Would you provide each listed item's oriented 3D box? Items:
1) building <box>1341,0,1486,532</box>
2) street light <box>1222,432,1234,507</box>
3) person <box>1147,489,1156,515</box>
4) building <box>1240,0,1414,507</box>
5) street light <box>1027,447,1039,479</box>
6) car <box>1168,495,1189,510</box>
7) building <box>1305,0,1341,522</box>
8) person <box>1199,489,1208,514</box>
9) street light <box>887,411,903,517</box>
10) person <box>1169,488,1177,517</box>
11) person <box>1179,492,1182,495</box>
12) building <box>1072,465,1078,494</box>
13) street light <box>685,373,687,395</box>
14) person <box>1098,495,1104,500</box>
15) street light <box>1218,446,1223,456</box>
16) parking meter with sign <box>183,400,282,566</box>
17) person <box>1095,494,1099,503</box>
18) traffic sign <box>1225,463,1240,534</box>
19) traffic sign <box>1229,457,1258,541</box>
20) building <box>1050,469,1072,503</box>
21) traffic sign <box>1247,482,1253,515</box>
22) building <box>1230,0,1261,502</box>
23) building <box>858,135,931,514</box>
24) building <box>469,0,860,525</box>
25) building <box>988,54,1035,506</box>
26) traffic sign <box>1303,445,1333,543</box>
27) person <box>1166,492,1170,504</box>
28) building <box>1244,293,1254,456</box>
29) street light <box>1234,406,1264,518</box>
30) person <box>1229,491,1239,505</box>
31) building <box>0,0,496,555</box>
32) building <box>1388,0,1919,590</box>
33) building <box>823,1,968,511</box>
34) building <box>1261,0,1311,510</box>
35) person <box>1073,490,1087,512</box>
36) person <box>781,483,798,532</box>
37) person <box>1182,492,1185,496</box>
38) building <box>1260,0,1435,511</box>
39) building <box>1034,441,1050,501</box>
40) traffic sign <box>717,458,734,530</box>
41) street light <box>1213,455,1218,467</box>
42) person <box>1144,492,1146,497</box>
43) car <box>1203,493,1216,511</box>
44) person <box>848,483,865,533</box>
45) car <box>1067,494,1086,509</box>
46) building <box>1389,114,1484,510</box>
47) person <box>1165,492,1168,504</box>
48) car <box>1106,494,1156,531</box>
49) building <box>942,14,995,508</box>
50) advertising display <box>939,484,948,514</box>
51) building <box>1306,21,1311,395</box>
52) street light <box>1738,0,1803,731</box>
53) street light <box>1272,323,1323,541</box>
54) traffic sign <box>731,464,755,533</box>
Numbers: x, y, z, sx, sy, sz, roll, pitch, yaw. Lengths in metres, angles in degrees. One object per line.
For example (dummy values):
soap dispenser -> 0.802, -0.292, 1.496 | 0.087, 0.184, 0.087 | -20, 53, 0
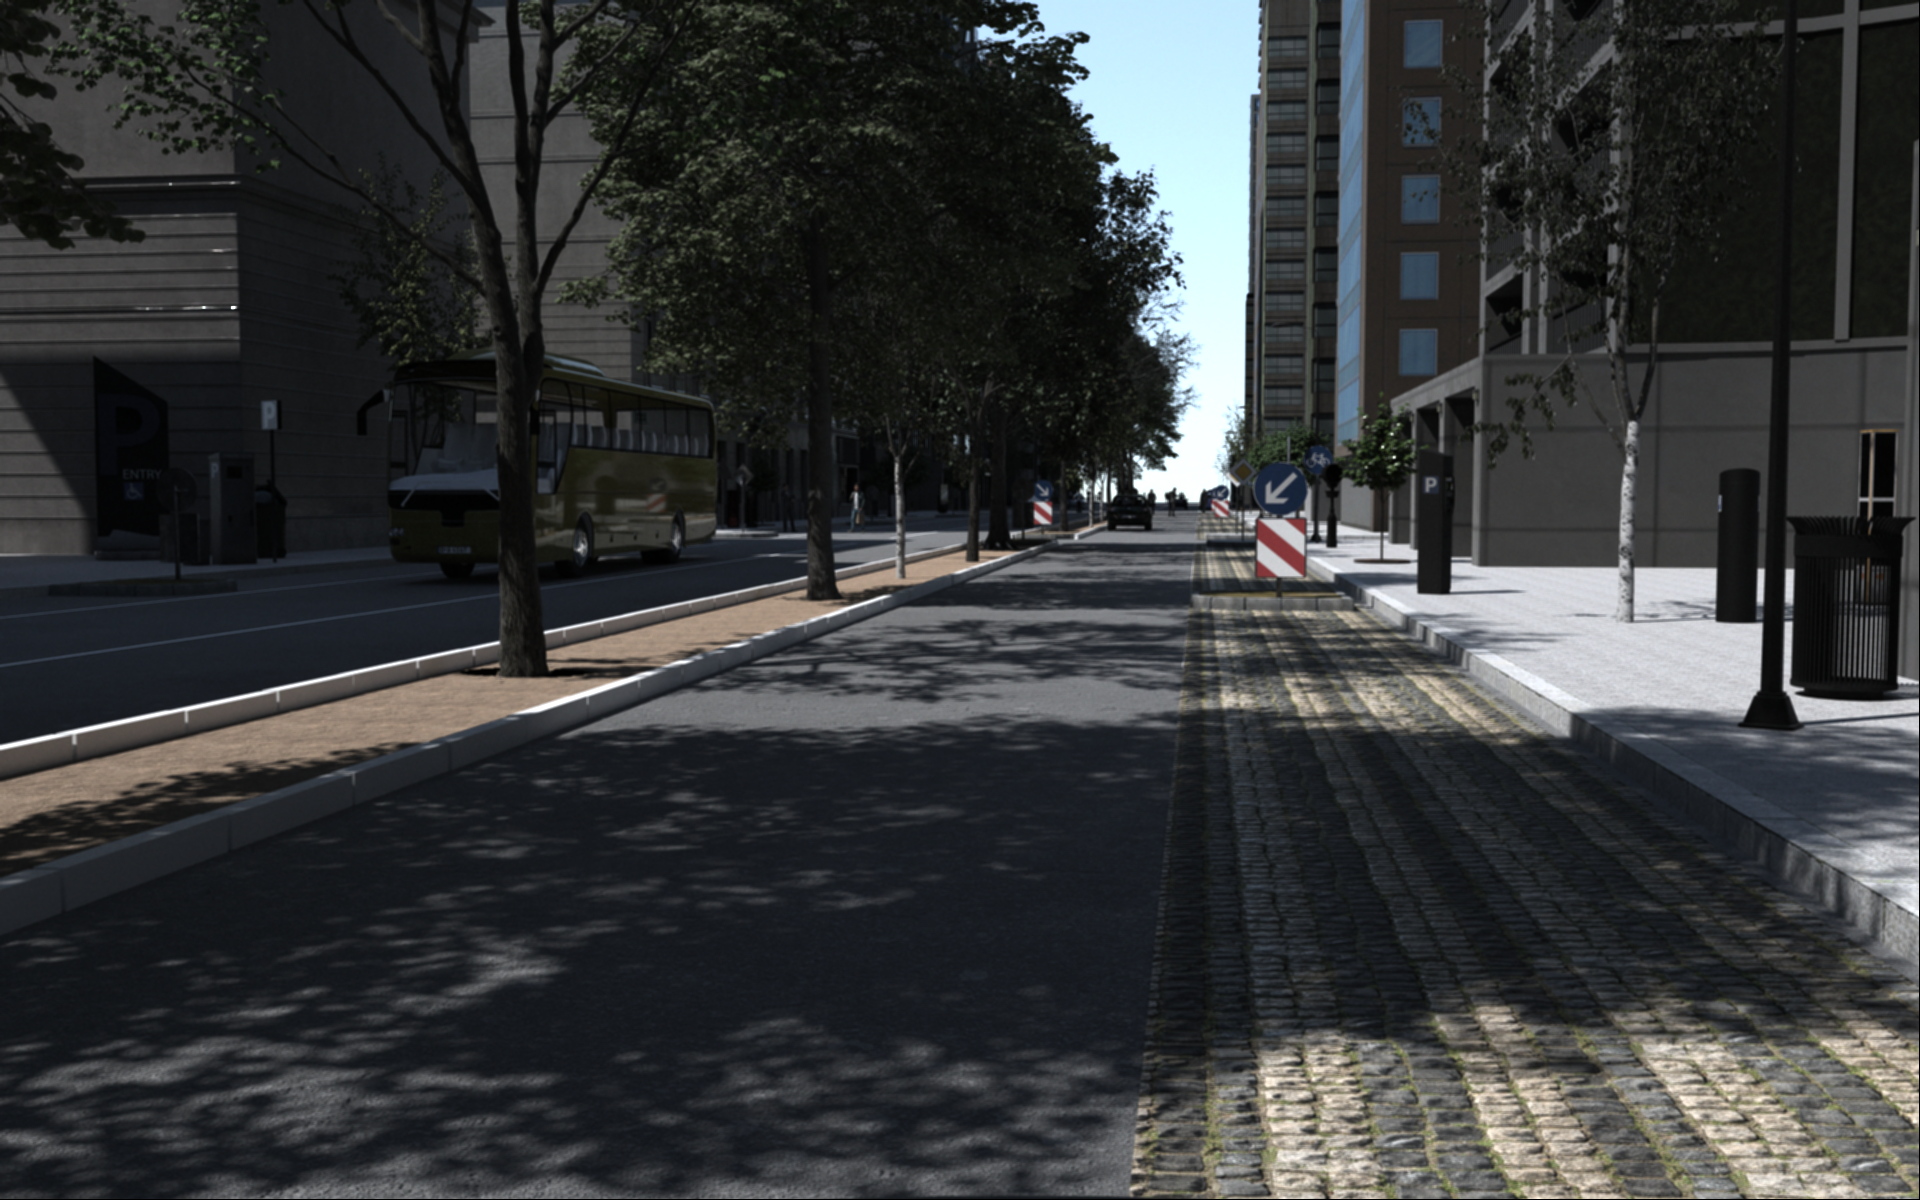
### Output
building -> 21.408, -25.212, 62.321 | 14.200, 45.320, 14.600 | 0, 4, 8
street light -> 20.529, -9.578, 129.135 | 1.470, 5.913, 1.316 | 0, 4, 8
person -> 12.988, -6.668, 117.918 | 0.661, 1.777, 0.834 | -1, 4, -23
building -> 47.871, -48.328, 228.418 | 20.563, 71.187, 20.611 | 0, 4, 8
street light -> 7.202, -12.190, 171.848 | 1.470, 5.913, 1.316 | 0, 4, 8
car -> 20.378, -9.118, 161.658 | 1.945, 1.354, 3.894 | 0, 4, 8
building -> 24.129, -19.160, 84.969 | 14.160, 30.474, 14.107 | 0, 4, 8
person -> 17.803, -7.217, 126.596 | 0.694, 1.812, 0.767 | 2, 4, 25
street light -> -3.357, -7.542, 95.846 | 1.470, 5.913, 1.316 | 0, 4, 8
person -> 13.606, -6.255, 110.581 | 0.447, 1.846, 0.655 | -3, 4, -38
person -> 30.739, -14.223, 241.767 | 1.217, 1.735, 0.721 | -1, 4, -12
building -> 7.123, -39.603, 271.204 | 21.300, 48.544, 21.600 | 0, 4, 8
street light -> -8.595, -5.207, 57.679 | 1.470, 5.913, 1.316 | 0, 4, 8
person -> 16.420, -11.784, 201.150 | 0.705, 1.826, 1.348 | 2, 4, 25
street light -> 25.947, -11.917, 167.390 | 1.470, 5.913, 1.316 | 0, 4, 8
parking meter with sign -> -13.311, -2.163, 31.632 | 0.543, 3.016, 1.738 | 3, 4, 38
person -> 20.125, -14.875, 254.924 | 0.991, 1.433, 0.599 | -3, 4, -36
traffic sign -> 8.835, -3.157, 55.254 | 0.795, 2.450, 0.064 | 0, 4, 8
traffic sign -> 7.739, -2.673, 47.344 | 0.795, 2.450, 0.064 | 0, 4, 8
building -> 4.462, -43.069, 246.170 | 21.231, 58.520, 28.212 | 0, 4, 8
traffic sign -> 18.217, -6.626, 108.444 | 0.768, 2.556, 0.104 | 1, 4, 17
building -> 53.802, -58.448, 268.299 | 22.319, 86.520, 31.000 | 0, 4, 8
building -> -10.668, -19.712, 115.792 | 14.314, 27.812, 24.014 | 0, 4, 8
building -> -16.292, -18.680, 81.834 | 17.030, 29.872, 44.131 | 0, 4, 8
building -> -3.133, -34.989, 195.766 | 21.300, 48.544, 21.600 | 0, 4, 8
traffic sign -> 9.365, -2.767, 45.346 | 0.768, 2.556, 0.104 | 1, 4, 15
person -> 28.840, -14.022, 238.470 | 1.217, 1.736, 0.721 | -3, 5, -41
building -> 47.745, -29.110, 247.642 | 14.160, 30.474, 14.107 | 0, 4, 8
street light -> 15.382, -7.275, 91.479 | 1.470, 5.913, 1.316 | 0, 4, 8
person -> 33.133, -12.239, 208.612 | 1.348, 1.823, 0.705 | 1, 4, 11
building -> -25.535, -12.296, 42.846 | 24.055, 21.916, 13.314 | 0, 4, 8
building -> 19.878, -36.283, 31.474 | 20.563, 71.187, 20.611 | 0, 4, 8
building -> -10.068, -43.110, 143.094 | 20.563, 71.187, 20.611 | 0, 4, 8
building -> 32.494, -28.243, 145.366 | 14.154, 41.232, 14.086 | 0, 4, 8
person -> 9.360, -7.800, 136.015 | 1.348, 1.826, 0.705 | -2, 4, -35
person -> -6.427, -3.479, 65.184 | 0.655, 1.846, 0.447 | -1, 4, -23
person -> 32.717, -15.032, 255.096 | 0.721, 1.723, 1.217 | -3, 5, -44
building -> 34.668, -31.140, 159.246 | 14.600, 45.320, 14.200 | 0, 4, 8
building -> 4.193, -27.730, 225.084 | 14.160, 30.474, 14.107 | 0, 4, 8
traffic sign -> -8.535, -3.808, 62.266 | 0.884, 2.594, 0.081 | 1, 4, 16
street light -> 31.060, -14.221, 205.050 | 1.470, 5.913, 1.316 | 0, 4, 8
person -> 28.677, -15.839, 268.193 | 0.721, 1.735, 1.217 | 0, 4, -7
car -> 22.039, -8.641, 150.866 | 1.945, 1.707, 3.694 | 1, 4, 8
person -> -3.681, -3.316, 62.709 | 0.794, 1.824, 0.713 | 3, 5, 41
car -> 10.937, -9.279, 163.710 | 2.014, 1.417, 4.499 | 0, 4, 8
building -> 40.300, -45.074, 175.217 | 20.563, 71.187, 20.611 | 0, 4, 8
person -> 29.393, -14.489, 245.839 | 0.683, 1.767, 0.568 | 0, 4, 6
car -> 6.821, -3.644, 69.368 | 2.009, 1.686, 4.222 | 0, 4, 7
building -> -8.288, -33.678, 170.236 | 23.786, 49.044, 30.456 | 0, 4, 8
advertising display -> -1.077, -6.650, 113.934 | 0.123, 1.923, 0.974 | 2, 4, 31
building -> 33.419, -34.894, 112.515 | 21.231, 58.520, 28.212 | 0, 4, 8
street light -> 3.937, -2.258, 9.454 | 1.470, 5.913, 1.316 | 0, 4, 8
street light -> 9.165, -4.560, 47.098 | 1.470, 5.913, 1.316 | 0, 4, 8
traffic sign -> -7.204, -3.293, 57.489 | 0.795, 2.450, 0.064 | 0, 4, 8
